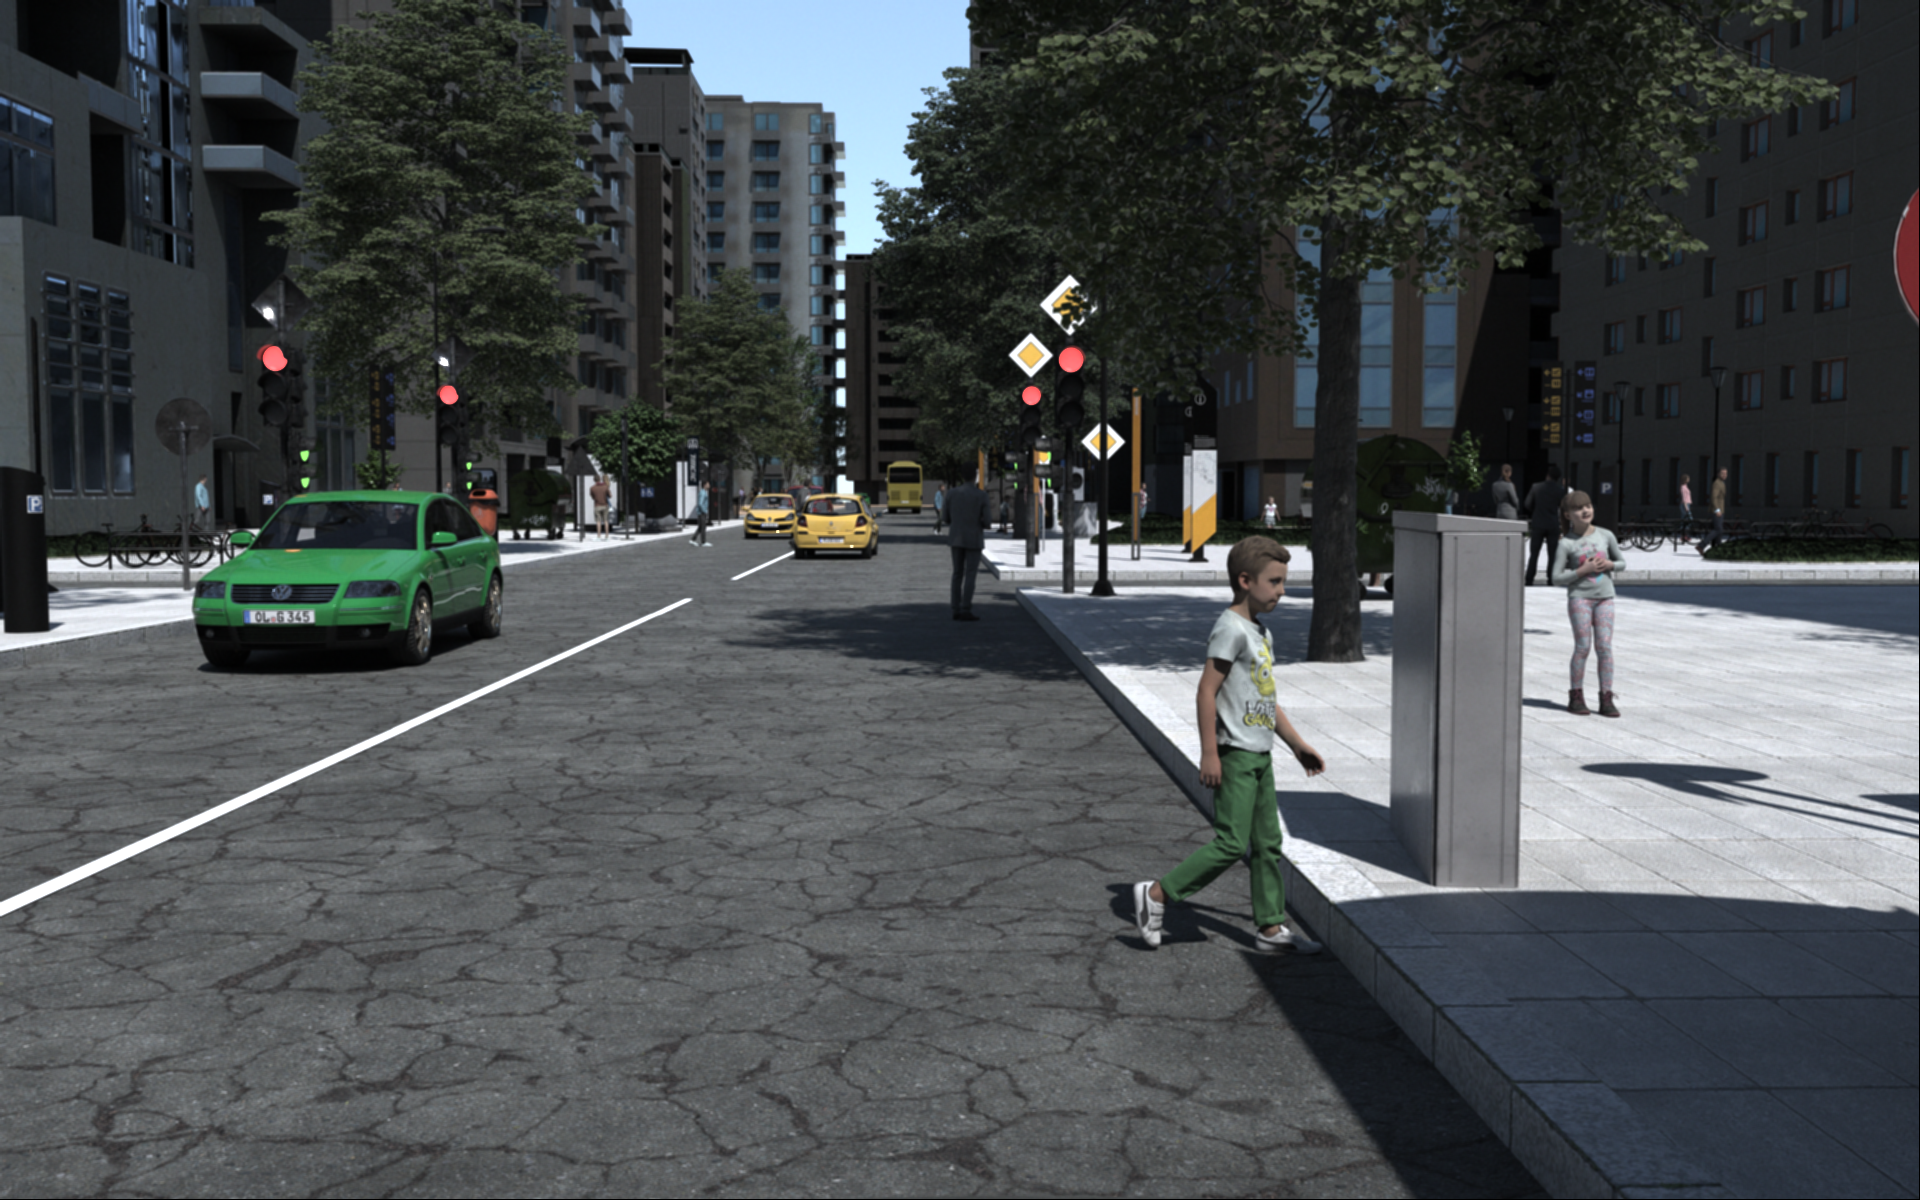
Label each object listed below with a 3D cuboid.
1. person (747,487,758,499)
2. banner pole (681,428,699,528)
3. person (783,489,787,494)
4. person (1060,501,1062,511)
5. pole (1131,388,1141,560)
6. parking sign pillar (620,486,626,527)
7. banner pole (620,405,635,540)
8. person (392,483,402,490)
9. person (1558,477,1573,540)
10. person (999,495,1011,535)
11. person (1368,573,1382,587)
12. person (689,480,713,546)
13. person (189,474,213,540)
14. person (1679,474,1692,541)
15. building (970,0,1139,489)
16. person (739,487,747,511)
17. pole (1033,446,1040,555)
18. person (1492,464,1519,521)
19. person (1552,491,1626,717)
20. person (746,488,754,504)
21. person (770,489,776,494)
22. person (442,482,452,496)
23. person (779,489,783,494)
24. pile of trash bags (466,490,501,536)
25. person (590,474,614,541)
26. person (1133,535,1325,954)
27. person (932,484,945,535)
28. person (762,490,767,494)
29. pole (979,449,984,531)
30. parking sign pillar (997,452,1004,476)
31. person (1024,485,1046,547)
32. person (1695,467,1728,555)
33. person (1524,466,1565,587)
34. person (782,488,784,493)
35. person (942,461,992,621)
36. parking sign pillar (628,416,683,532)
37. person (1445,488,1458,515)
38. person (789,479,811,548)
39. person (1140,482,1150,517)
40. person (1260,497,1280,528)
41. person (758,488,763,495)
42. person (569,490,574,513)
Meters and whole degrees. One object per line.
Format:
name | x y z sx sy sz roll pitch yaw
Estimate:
person | -14.925 -7.372 126.596 1.348 1.822 0.705 1 4 21
banner pole | -10.183 -4.594 65.136 0.863 3.779 0.401 1 4 11
person | -14.423 -8.345 143.410 0.541 1.710 0.530 2 4 30
person | 6.218 -6.060 105.373 0.529 1.795 0.600 -2 4 -35
pole | 3.406 -2.422 33.444 0.158 3.312 0.155 0 3 0
parking sign pillar | -12.405 -4.797 66.902 1.447 3.967 1.447 2 4 24
banner pole | -9.368 -3.572 48.411 0.401 3.779 0.863 0 4 2
person | -25.146 -4.352 77.296 0.616 1.811 0.778 -2 4 -25
person | 16.676 -2.519 47.801 0.480 1.755 0.524 1 4 15
person | 1.399 -2.641 53.907 0.352 1.250 0.332 0 4 -6
person | 6.001 -1.003 25.476 0.524 1.755 0.480 0 4 -8
person | -7.169 -2.406 47.863 0.620 1.820 0.660 -1 4 -16
person | -21.070 -2.578 48.051 0.748 1.841 0.638 0 4 6
person | 19.718 -2.508 47.055 0.388 1.821 0.555 1 4 12
building | 11.633 -47.140 208.992 20.611 71.187 20.563 0 4 -1
person | -16.563 -7.741 132.469 0.599 1.838 0.709 2 4 28
pole | 1.576 -2.619 36.660 0.158 3.312 0.155 0 3 0
person | 9.421 -1.433 29.743 0.573 1.790 0.520 -3 5 -41
person | 3.681 0.015 10.073 0.425 1.301 0.394 -1 4 -15
person | -18.826 -9.269 157.594 1.348 1.823 0.705 0 4 3
person | -17.674 -9.612 163.641 0.683 1.767 0.568 1 4 8
person | -22.349 -4.250 75.624 0.694 1.812 0.767 -3 5 -44
person | -16.965 -9.706 165.262 1.217 1.766 0.721 -3 4 -37
pile of trash bags | -10.754 -1.524 34.662 3.447 1.369 1.912 1 4 16
person | -9.780 -2.531 47.403 0.573 1.828 0.580 2 4 26
person | 0.842 0.449 5.407 0.590 1.304 0.306 1 4 10
person | -0.731 -3.135 60.094 0.444 1.785 0.601 2 4 31
person | -19.261 -9.994 170.267 1.217 1.723 0.721 -3 5 -44
pole | 0.742 -4.066 60.325 0.158 3.312 0.155 0 3 0
parking sign pillar | 2.675 -7.096 104.485 1.447 3.967 1.447 3 4 37
person | 1.823 -2.192 41.885 0.555 1.821 0.388 2 4 26
person | 15.541 -1.813 35.598 0.836 1.842 0.656 0 4 -8
person | 8.725 -1.078 25.928 0.655 1.846 0.447 1 4 13
person | -17.084 -9.889 167.747 1.348 1.821 0.705 3 5 43
person | 0.115 -0.672 19.694 0.606 1.804 0.583 1 4 17
parking sign pillar | -10.170 -4.303 58.834 1.447 3.967 1.447 2 4 25
person | 17.856 -3.483 63.341 0.721 1.781 0.623 0 4 5
person | -4.055 -2.241 45.242 0.850 1.850 0.679 0 4 1
person | 6.878 -3.601 65.756 0.643 1.720 0.563 2 4 29
person | 8.281 -2.150 46.214 0.505 1.210 0.382 -1 4 -20
person | -9.959 -4.806 86.431 0.330 1.601 0.589 0 4 7
person | -23.119 -5.876 102.213 0.694 1.812 0.767 0 4 -2
